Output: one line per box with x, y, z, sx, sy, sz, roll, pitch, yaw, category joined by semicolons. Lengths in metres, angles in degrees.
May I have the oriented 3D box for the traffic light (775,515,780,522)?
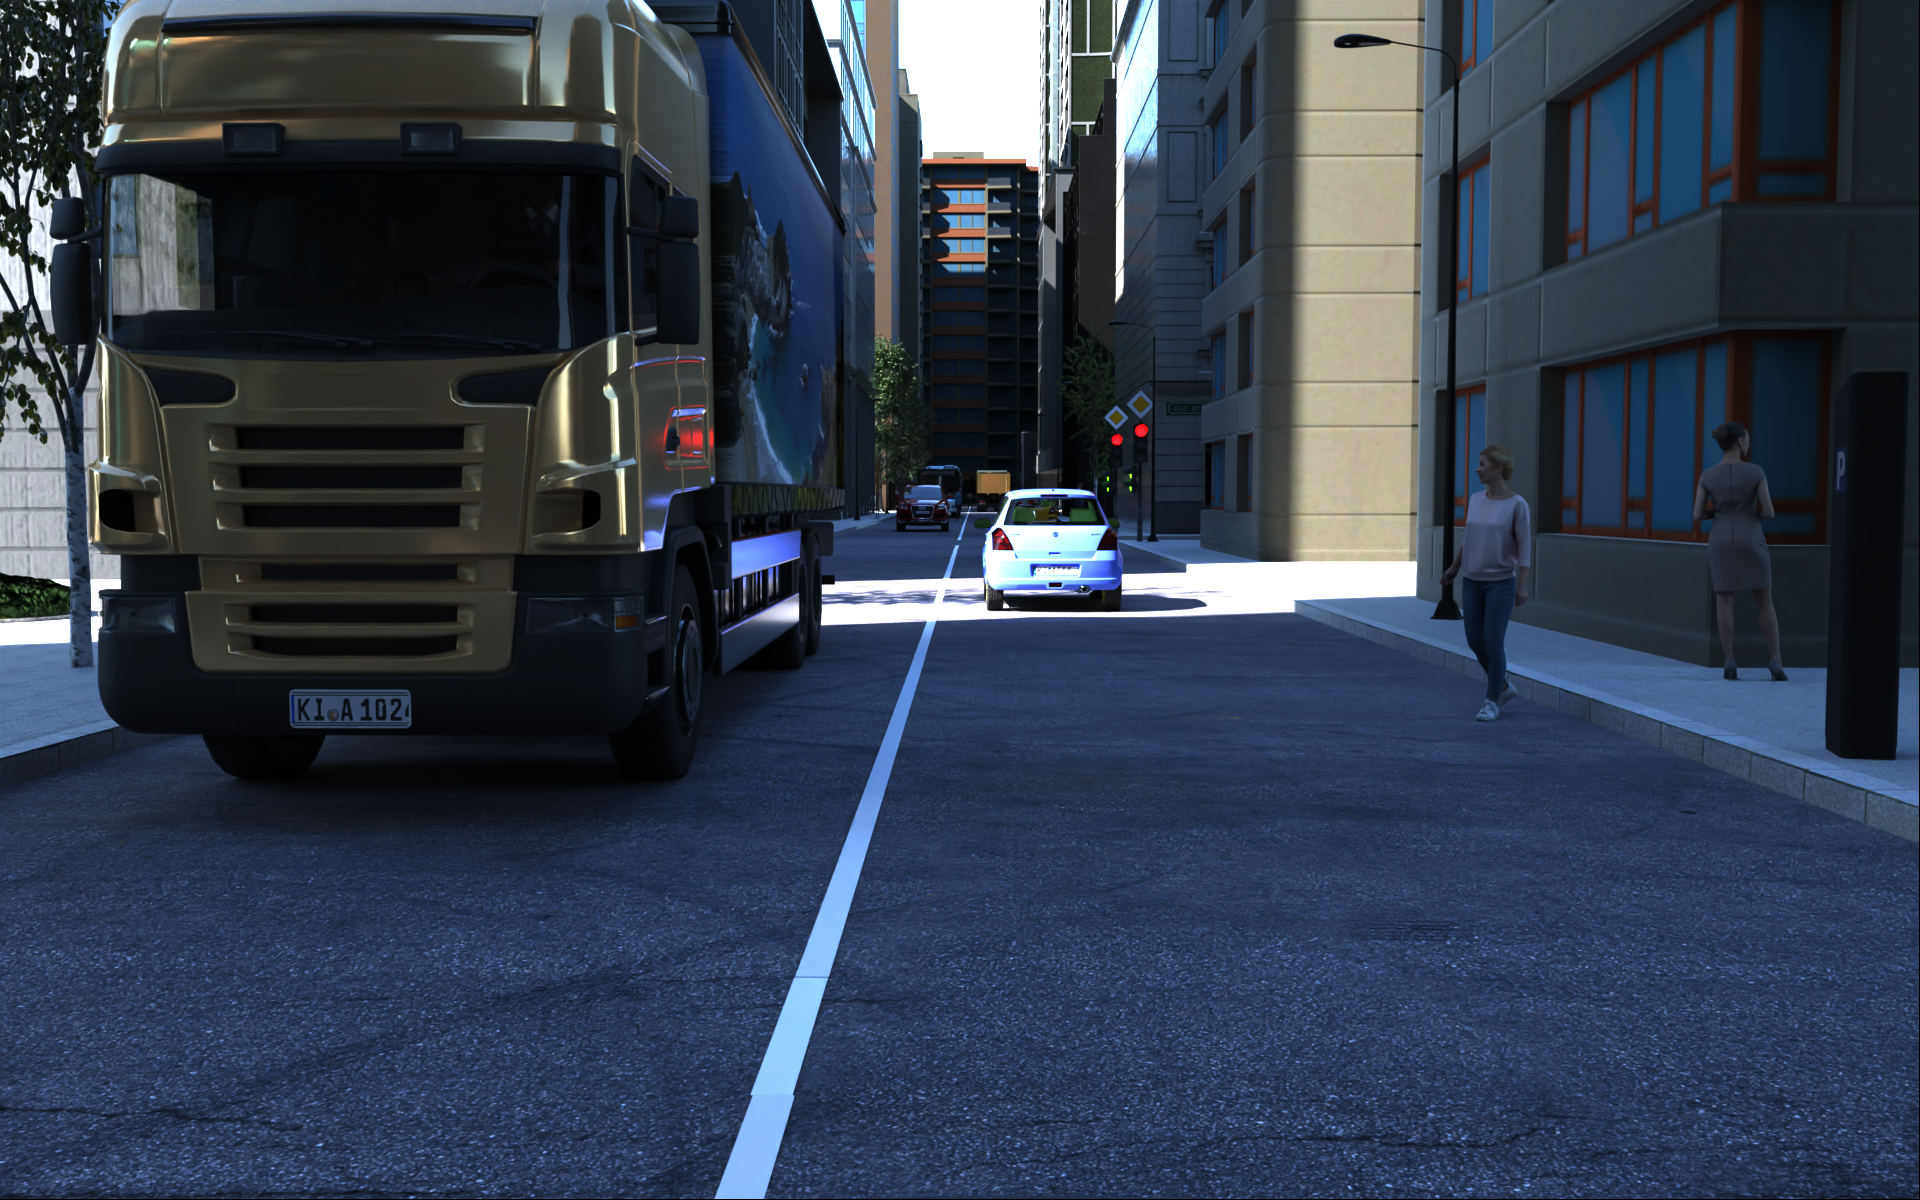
-4.915;-3.542;46.827;0.839;4.253;0.868;0;4;0;traffic light

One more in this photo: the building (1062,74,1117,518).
11.991;-16.032;91.793;12.332;23.373;15.834;0;4;0;building

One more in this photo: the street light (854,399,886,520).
-4.477;-6.837;84.324;1.470;5.913;1.316;0;4;0;street light

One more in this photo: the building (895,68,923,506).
-15.075;-34.942;195.001;21.600;48.544;21.300;0;4;0;building

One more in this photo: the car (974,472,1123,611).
1.151;-0.794;22.581;1.945;1.707;3.694;0;3;0;car

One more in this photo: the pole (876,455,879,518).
-4.360;-5.961;91.305;0.158;3.312;0.155;0;3;0;pole

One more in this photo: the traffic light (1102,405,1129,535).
4.913;-4.026;54.746;0.839;4.253;0.868;0;4;0;traffic light

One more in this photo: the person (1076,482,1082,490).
5.341;-4.358;77.482;0.419;1.800;0.721;0;4;-2;person

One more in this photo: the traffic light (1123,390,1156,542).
4.846;-3.538;46.761;0.839;4.253;0.868;0;4;0;traffic light

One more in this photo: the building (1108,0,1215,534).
27.665;-17.458;61.859;44.131;29.872;17.030;0;4;0;building

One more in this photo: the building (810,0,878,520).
-11.075;-19.643;98.663;11.434;29.767;29.804;0;4;0;building

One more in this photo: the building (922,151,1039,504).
-0.871;-34.832;224.133;28.867;44.769;22.147;0;4;0;building

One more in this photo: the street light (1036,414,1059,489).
5.150;-7.828;100.536;1.470;5.913;1.316;0;4;0;street light

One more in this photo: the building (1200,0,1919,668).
19.480;-11.095;26.444;27.650;21.520;28.899;0;4;0;building

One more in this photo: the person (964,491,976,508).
1.016;-10.031;173.218;1.217;1.736;0.721;0;4;7;person

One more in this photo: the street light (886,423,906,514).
-4.251;-8.618;113.449;1.470;5.913;1.316;0;4;0;street light

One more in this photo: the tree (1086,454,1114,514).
6.690;-5.323;81.630;1.663;3.219;1.824;0;3;0;tree

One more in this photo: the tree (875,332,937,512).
-5.783;-12.577;122.646;9.611;12.733;9.660;0;3;0;tree

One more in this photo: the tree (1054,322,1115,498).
6.105;-7.627;75.060;4.737;8.622;4.395;0;3;0;tree

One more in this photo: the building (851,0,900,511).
-11.987;-29.753;136.565;14.600;45.320;14.200;0;4;0;building

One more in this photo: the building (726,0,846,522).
-12.769;-15.284;68.955;14.314;24.678;30.058;0;4;0;building

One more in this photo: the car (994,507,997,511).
3.833;-8.463;150.378;2.014;1.417;4.499;0;4;0;car

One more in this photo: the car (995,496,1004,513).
3.042;-5.408;101.008;1.945;1.354;3.894;0;4;1;car

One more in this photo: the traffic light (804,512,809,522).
-4.848;-4.030;54.812;0.839;4.253;0.868;0;4;0;traffic light

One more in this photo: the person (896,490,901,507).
-6.421;-10.467;177.911;1.217;1.736;0.721;2;4;34;person

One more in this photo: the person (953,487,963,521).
-0.116;-5.046;91.021;0.620;1.820;0.660;1;4;19;person

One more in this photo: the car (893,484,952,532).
-1.447;-3.615;67.781;2.281;1.827;5.304;0;4;-1;car

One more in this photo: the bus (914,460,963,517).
-1.220;-6.988;109.117;2.948;3.499;13.247;0;4;1;bus

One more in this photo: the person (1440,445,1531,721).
3.402;-0.118;11.108;0.598;1.740;0.731;-3;5;-44;person

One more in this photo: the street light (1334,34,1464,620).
4.475;-2.760;17.659;1.470;5.913;1.316;0;4;0;street light

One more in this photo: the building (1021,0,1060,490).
17.571;-52.308;167.912;22.319;86.520;31.000;0;4;0;building

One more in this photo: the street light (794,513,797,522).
-4.669;-5.025;54.702;1.470;5.913;1.316;0;4;0;street light

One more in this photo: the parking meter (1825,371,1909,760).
4.444;-0.170;8.499;0.255;1.863;0.399;1;4;15;parking meter

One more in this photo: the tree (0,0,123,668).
-6.742;-3.801;12.504;4.360;8.622;3.978;0;3;0;tree

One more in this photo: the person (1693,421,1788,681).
5.399;-0.341;11.957;0.599;1.781;0.374;2;4;33;person

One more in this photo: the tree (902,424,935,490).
-4.467;-14.138;181.511;4.360;8.622;3.978;0;3;0;tree

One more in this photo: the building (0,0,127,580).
-19.734;-30.100;34.143;28.212;58.520;21.231;0;4;0;building

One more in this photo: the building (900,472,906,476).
-17.227;-33.028;159.617;23.786;49.044;30.456;0;4;0;building

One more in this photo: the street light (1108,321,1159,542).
4.659;-4.525;46.530;1.470;5.913;1.316;0;4;0;street light

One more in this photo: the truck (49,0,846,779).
-2.479;-1.419;12.114;2.839;4.237;11.283;0;4;1;truck

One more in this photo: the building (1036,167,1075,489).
12.699;-18.079;114.652;14.314;24.678;30.058;0;4;0;building

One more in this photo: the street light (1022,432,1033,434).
5.312;-9.608;129.625;1.470;5.913;1.316;0;4;0;street light

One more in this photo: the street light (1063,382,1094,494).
4.989;-6.080;71.956;1.470;5.913;1.316;0;4;0;street light

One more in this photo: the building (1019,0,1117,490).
17.201;-46.232;194.141;20.563;71.187;20.611;0;4;0;building

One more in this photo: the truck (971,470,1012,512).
2.636;-8.860;140.782;3.469;3.379;9.791;0;4;0;truck
